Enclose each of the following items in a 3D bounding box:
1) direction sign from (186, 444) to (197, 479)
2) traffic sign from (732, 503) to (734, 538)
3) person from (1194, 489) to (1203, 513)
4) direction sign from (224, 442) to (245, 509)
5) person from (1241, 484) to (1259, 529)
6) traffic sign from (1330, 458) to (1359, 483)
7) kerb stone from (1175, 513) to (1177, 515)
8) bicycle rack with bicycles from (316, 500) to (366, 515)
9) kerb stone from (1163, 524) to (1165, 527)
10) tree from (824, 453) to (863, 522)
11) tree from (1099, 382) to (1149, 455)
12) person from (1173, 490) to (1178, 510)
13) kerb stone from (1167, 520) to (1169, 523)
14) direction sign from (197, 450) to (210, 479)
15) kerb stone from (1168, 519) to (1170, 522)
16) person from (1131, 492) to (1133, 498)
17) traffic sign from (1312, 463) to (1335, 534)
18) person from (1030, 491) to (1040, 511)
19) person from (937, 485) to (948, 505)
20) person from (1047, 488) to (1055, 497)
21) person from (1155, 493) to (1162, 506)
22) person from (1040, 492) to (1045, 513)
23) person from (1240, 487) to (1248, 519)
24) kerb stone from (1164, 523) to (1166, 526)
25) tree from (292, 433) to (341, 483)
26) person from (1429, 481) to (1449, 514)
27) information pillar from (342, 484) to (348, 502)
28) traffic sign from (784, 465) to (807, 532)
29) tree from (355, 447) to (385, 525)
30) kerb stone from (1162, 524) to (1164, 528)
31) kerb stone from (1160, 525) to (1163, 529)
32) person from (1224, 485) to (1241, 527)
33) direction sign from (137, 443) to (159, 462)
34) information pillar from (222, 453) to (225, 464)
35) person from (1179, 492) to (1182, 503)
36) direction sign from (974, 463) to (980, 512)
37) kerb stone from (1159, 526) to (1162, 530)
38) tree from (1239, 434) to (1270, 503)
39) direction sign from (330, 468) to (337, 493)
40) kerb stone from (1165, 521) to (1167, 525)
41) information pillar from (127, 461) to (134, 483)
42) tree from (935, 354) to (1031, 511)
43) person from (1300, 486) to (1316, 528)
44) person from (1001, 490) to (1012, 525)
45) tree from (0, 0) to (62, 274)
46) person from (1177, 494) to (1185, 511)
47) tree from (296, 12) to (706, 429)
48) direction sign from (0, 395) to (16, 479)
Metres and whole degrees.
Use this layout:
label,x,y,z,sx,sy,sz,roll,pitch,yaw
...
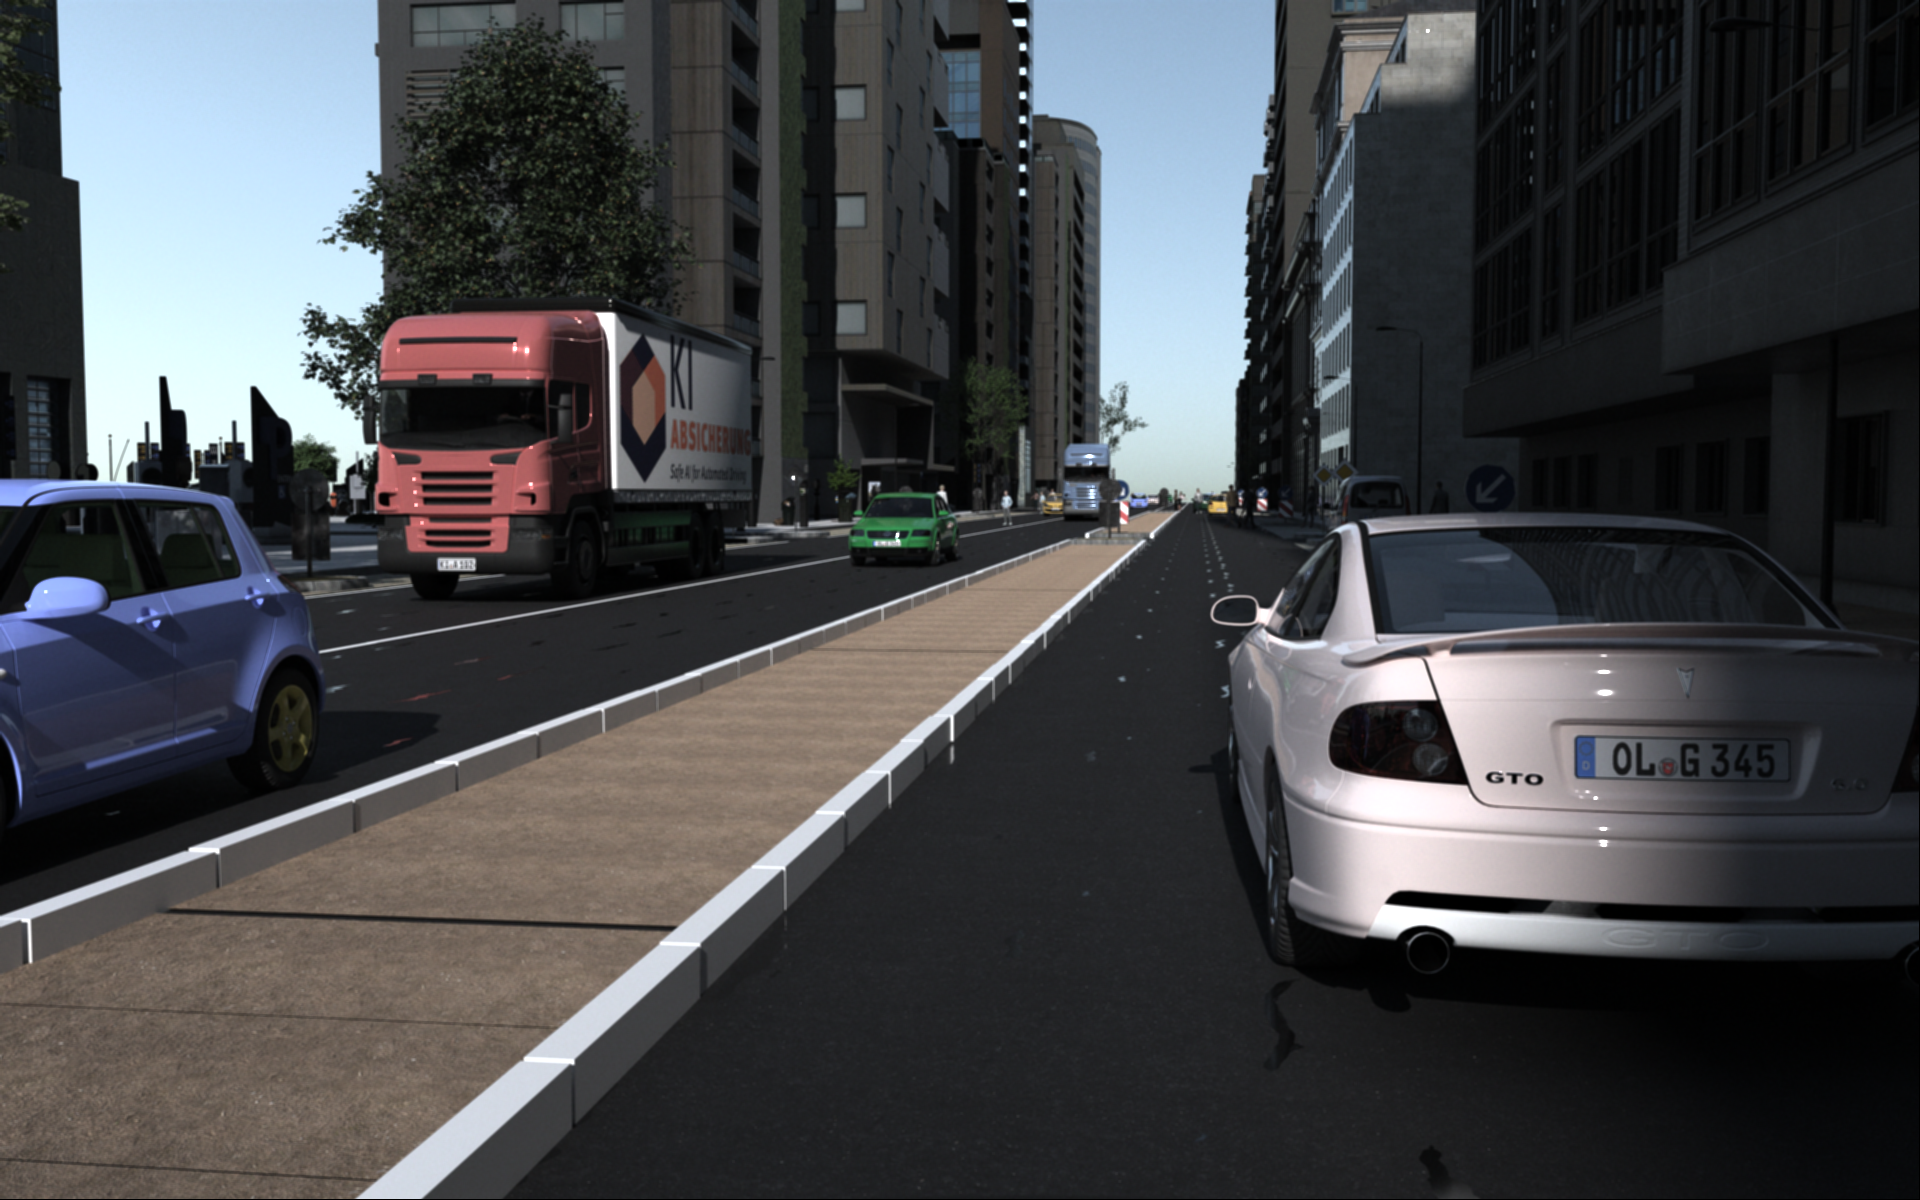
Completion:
label,x,y,z,sx,sy,sz,roll,pitch,yaw
direction sign,-34.893,-5.243,77.713,0.876,3.537,0.379,1,4,14
traffic sign,-6.646,-2.882,50.769,0.795,2.450,0.064,0,4,8
person,17.679,-7.342,128.382,0.661,1.843,0.795,1,4,15
direction sign,-31.656,-5.118,75.672,0.379,3.537,0.876,3,5,42
person,12.025,-3.867,71.500,0.755,1.850,0.659,0,4,-4
traffic sign,10.733,-2.736,48.376,0.795,2.450,0.064,0,4,8
kerb stone,12.989,-5.100,105.579,0.120,0.150,1.000,0,4,8
bicycle rack with bicycles,-37.915,-5.700,106.575,2.925,0.926,2.852,0,4,5
kerb stone,7.986,-2.865,69.050,0.120,0.150,1.000,0,4,8
tree,-5.621,-5.301,81.280,1.663,3.219,1.824,0,3,0
tree,25.311,-26.589,290.618,12.611,20.169,13.585,0,3,0
person,19.088,-8.863,153.415,0.705,1.823,1.348,0,4,-6
kerb stone,9.235,-3.424,78.180,0.120,0.150,1.000,0,4,8
direction sign,-38.986,-5.948,89.252,0.379,3.537,0.876,3,5,40
kerb stone,9.659,-3.610,81.216,0.120,0.150,1.000,0,4,8
person,28.632,-17.027,287.804,0.541,1.710,0.530,0,4,6
traffic sign,11.818,-3.220,56.287,0.795,2.450,0.064,0,4,8
person,6.419,-8.461,147.539,0.721,1.736,1.217,-3,5,-41
person,-0.798,-4.226,77.479,0.514,1.842,0.818,0,3,0
person,6.552,-7.052,123.894,0.679,1.850,0.850,1,4,18
person,24.121,-12.215,208.230,1.348,1.821,0.705,0,4,1
person,6.088,-7.231,128.542,0.330,1.601,0.589,-2,4,-28
person,16.056,-5.423,97.261,0.616,1.811,0.778,3,5,42
kerb stone,8.269,-2.990,71.074,0.120,0.150,1.000,0,4,8
tree,-34.979,-6.680,92.928,4.285,4.588,4.351,0,3,0
person,14.159,-2.605,51.194,0.694,1.812,0.767,-1,4,-19
information pillar,-42.916,-7.118,120.870,0.304,2.012,0.304,3,4,38
traffic sign,-5.562,-3.366,58.681,0.795,2.450,0.064,0,4,8
tree,-23.877,-4.670,70.962,1.663,3.219,1.824,0,3,0
kerb stone,7.847,-2.801,68.038,0.120,0.150,1.000,0,4,8
kerb stone,7.436,-2.618,64.998,0.120,0.150,1.000,0,4,8
person,11.740,-4.039,74.448,0.836,1.842,0.656,3,4,38
direction sign,-35.741,-5.159,76.345,0.876,3.537,0.379,-3,4,-37
information pillar,-40.793,-6.407,96.105,0.183,3.616,0.504,1,4,18
person,26.982,-12.433,212.500,0.721,1.743,1.217,0,4,1
direction sign,1.211,-8.139,125.069,0.379,3.537,0.876,-2,4,-33
kerb stone,7.292,-2.555,63.977,0.120,0.150,1.000,0,4,8
tree,36.420,-16.139,214.231,4.360,8.622,3.978,0,3,0
direction sign,-39.879,-7.234,110.265,0.379,3.537,0.876,0,4,7
kerb stone,8.813,-3.238,75.140,0.120,0.150,1.000,0,4,8
information pillar,-58.464,-8.000,122.152,0.504,3.616,0.183,0,4,6
tree,1.691,-12.477,129.759,9.928,11.665,9.643,0,3,0
person,14.662,-3.925,72.942,0.573,1.790,0.520,2,4,34
person,2.156,-4.292,80.486,0.589,1.601,0.330,3,4,39
tree,-13.659,-6.108,17.999,7.486,12.596,7.792,0,3,0
person,19.125,-8.426,149.447,0.628,1.438,0.799,2,4,34
tree,-10.500,-7.639,41.901,9.611,12.733,9.660,0,3,0
direction sign,-21.854,-2.907,39.520,0.379,3.537,0.876,1,4,11
